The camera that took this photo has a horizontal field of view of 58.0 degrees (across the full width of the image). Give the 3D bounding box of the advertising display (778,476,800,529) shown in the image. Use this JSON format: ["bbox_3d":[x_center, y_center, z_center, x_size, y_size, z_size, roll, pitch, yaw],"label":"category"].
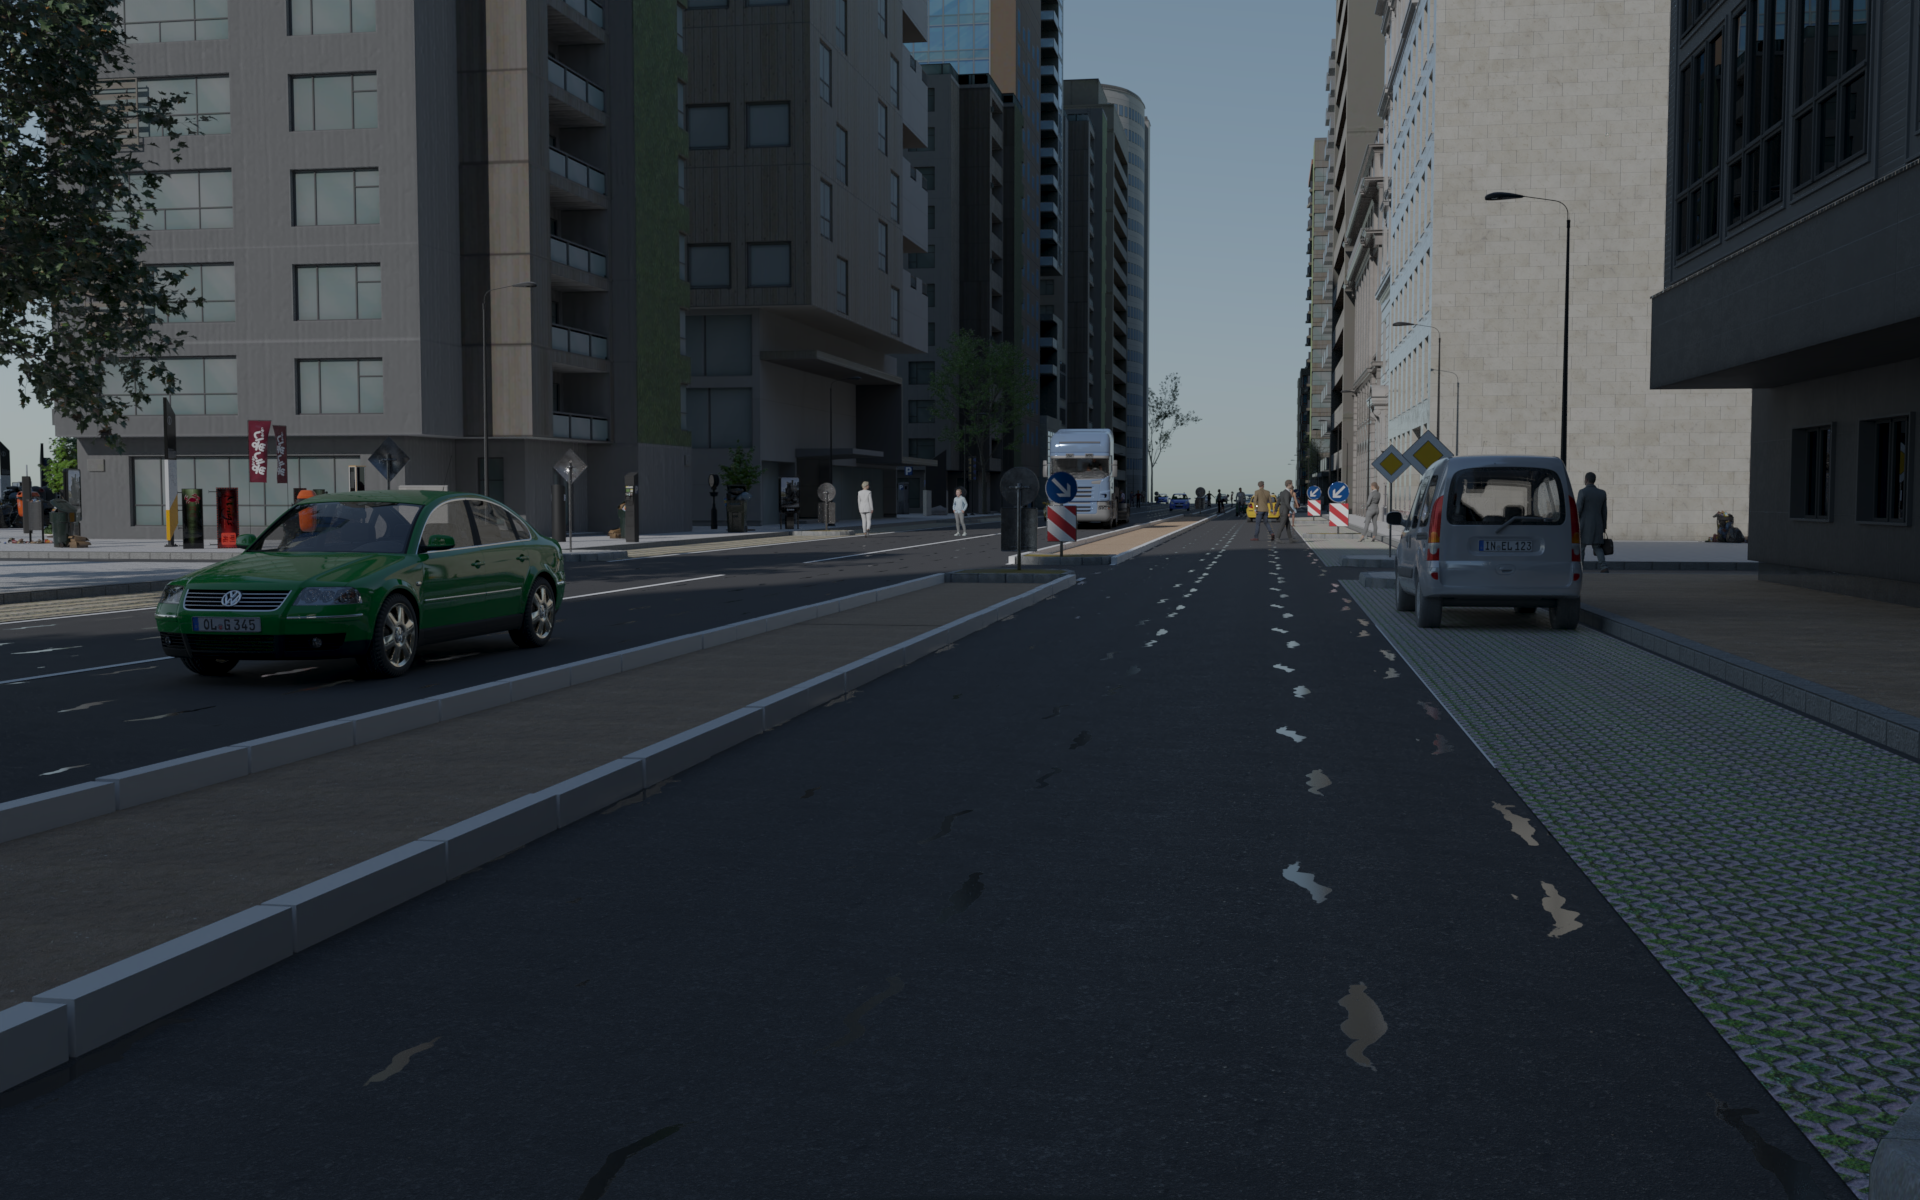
[{"bbox_3d":[-6.220,-3.541,63.117,0.123,1.923,0.974,3,5,41],"label":"advertising display"}]

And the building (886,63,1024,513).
[{"bbox_3d":[-3.476,-21.332,120.476,14.160,30.474,14.107,1,4,10],"label":"building"}]

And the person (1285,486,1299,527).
[{"bbox_3d":[14.511,-4.110,75.800,0.616,1.811,0.778,3,5,44],"label":"person"}]

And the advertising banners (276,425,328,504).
[{"bbox_3d":[-17.040,-2.971,44.762,0.090,3.025,2.074,1,4,17],"label":"advertising banners"}]

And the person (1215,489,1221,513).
[{"bbox_3d":[19.690,-7.541,131.797,0.705,1.823,1.348,0,4,-4],"label":"person"}]

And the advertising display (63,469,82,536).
[{"bbox_3d":[-22.612,-2.381,44.147,0.123,1.923,0.974,-1,4,-9],"label":"advertising display"}]

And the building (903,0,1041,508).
[{"bbox_3d":[-1.523,-29.633,134.604,14.600,45.320,14.200,1,4,10],"label":"building"}]

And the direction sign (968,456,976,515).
[{"bbox_3d":[0.744,-6.860,104.154,0.379,3.537,0.876,-2,4,-31],"label":"direction sign"}]

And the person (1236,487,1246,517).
[{"bbox_3d":[17.324,-6.024,106.837,0.661,1.843,0.795,1,4,17],"label":"person"}]

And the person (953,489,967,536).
[{"bbox_3d":[-0.022,-3.013,59.568,0.589,1.601,0.330,3,5,41],"label":"person"}]

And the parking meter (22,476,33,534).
[{"bbox_3d":[-30.401,-3.103,56.448,0.255,1.863,0.399,-2,4,-24],"label":"parking meter"}]

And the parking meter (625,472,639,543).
[{"bbox_3d":[-8.706,-2.462,45.968,0.255,1.863,0.399,1,4,11],"label":"parking meter"}]

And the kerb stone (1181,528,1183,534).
[{"bbox_3d":[7.678,-2.375,61.023,0.120,0.150,1.000,1,4,10],"label":"kerb stone"}]

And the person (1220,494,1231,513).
[{"bbox_3d":[19.575,-7.104,127.831,0.628,1.438,0.799,3,4,36],"label":"person"}]

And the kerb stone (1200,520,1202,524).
[{"bbox_3d":[10.873,-3.485,79.177,0.120,0.150,1.000,1,4,10],"label":"kerb stone"}]

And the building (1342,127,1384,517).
[{"bbox_3d":[28.403,-15.535,95.799,13.314,21.916,24.055,1,4,10],"label":"building"}]

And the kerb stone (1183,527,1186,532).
[{"bbox_3d":[8.036,-2.498,63.042,0.120,0.150,1.000,1,4,10],"label":"kerb stone"}]

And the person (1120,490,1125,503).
[{"bbox_3d":[12.087,-7.329,129.275,0.436,1.711,0.756,2,4,29],"label":"person"}]

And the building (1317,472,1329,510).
[{"bbox_3d":[45.407,-27.320,138.557,32.217,40.220,23.993,1,4,10],"label":"building"}]

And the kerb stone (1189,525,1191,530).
[{"bbox_3d":[8.749,-2.741,67.069,0.120,0.150,1.000,1,4,10],"label":"kerb stone"}]

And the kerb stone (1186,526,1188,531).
[{"bbox_3d":[8.394,-2.621,65.054,0.120,0.150,1.000,1,4,10],"label":"kerb stone"}]

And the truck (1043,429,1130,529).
[{"bbox_3d":[5.974,-5.360,77.387,2.967,4.110,18.799,1,4,8],"label":"truck"}]

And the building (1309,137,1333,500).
[{"bbox_3d":[47.748,-31.609,200.405,14.154,41.232,14.086,1,4,10],"label":"building"}]

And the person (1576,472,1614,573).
[{"bbox_3d":[10.852,-1.299,29.840,0.694,1.812,0.767,-1,4,-16],"label":"person"}]

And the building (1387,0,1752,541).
[{"bbox_3d":[19.719,-12.274,55.433,10.420,20.320,16.860,1,4,10],"label":"building"}]

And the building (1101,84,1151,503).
[{"bbox_3d":[15.599,-43.171,247.848,21.231,58.520,28.212,1,4,10],"label":"building"}]

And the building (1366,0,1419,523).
[{"bbox_3d":[24.805,-17.566,73.113,13.634,28.700,20.117,1,4,10],"label":"building"}]

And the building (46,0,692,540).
[{"bbox_3d":[-17.290,-22.576,52.715,14.154,41.232,14.086,1,4,10],"label":"building"}]

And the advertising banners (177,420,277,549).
[{"bbox_3d":[-17.252,-2.721,40.681,2.074,3.025,0.090,-1,4,-23],"label":"advertising banners"}]

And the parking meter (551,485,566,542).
[{"bbox_3d":[-10.729,-2.317,46.298,0.372,1.533,0.369,0,3,0],"label":"parking meter"}]

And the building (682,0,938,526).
[{"bbox_3d":[-16.730,-30.104,81.443,28.713,52.752,27.495,1,4,10],"label":"building"}]

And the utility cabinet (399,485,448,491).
[{"bbox_3d":[-13.574,-2.152,43.861,1.173,1.500,0.318,-1,4,-12],"label":"utility cabinet"}]

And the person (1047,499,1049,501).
[{"bbox_3d":[6.806,-7.168,126.409,0.721,1.736,1.217,-3,5,-39],"label":"person"}]

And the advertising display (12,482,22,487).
[{"bbox_3d":[-50.254,-5.329,92.350,0.974,1.923,0.123,3,5,39],"label":"advertising display"}]

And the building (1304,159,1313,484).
[{"bbox_3d":[55.418,-34.628,220.786,22.147,44.769,28.867,1,4,10],"label":"building"}]

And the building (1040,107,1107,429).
[{"bbox_3d":[7.507,-30.330,179.486,14.154,41.232,14.086,1,4,10],"label":"building"}]

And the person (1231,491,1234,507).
[{"bbox_3d":[29.841,-11.090,190.538,0.721,1.743,1.217,0,4,4],"label":"person"}]

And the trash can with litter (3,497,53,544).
[{"bbox_3d":[-24.249,-2.086,45.164,2.233,1.210,1.678,2,4,27],"label":"trash can with litter"}]

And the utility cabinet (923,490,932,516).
[{"bbox_3d":[-1.889,-5.625,100.642,0.318,1.500,1.173,-1,4,-11],"label":"utility cabinet"}]

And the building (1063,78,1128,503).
[{"bbox_3d":[8.583,-35.711,207.571,21.300,48.544,21.600,1,4,10],"label":"building"}]

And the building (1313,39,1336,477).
[{"bbox_3d":[46.391,-33.412,165.896,23.786,49.044,30.456,1,4,10],"label":"building"}]

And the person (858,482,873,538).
[{"bbox_3d":[-3.088,-2.954,56.675,0.514,1.842,0.818,0,4,2],"label":"person"}]

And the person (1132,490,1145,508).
[{"bbox_3d":[18.153,-10.269,176.358,1.348,1.831,0.705,0,4,5],"label":"person"}]

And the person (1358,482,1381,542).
[{"bbox_3d":[12.186,-2.616,51.552,0.573,1.790,0.520,3,4,36],"label":"person"}]

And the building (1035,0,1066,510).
[{"bbox_3d":[-1.198,-51.628,156.786,22.319,86.520,31.000,1,4,10],"label":"building"}]

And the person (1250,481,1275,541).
[{"bbox_3d":[9.325,-2.737,53.168,0.836,1.842,0.656,3,5,40],"label":"person"}]

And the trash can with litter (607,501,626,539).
[{"bbox_3d":[-9.718,-2.343,49.693,1.055,1.170,0.624,3,4,37],"label":"trash can with litter"}]

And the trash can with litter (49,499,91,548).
[{"bbox_3d":[-21.220,-1.836,41.399,1.055,1.170,0.624,1,4,23],"label":"trash can with litter"}]

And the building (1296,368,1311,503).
[{"bbox_3d":[62.817,-24.736,249.468,27.650,21.520,28.899,1,4,10],"label":"building"}]

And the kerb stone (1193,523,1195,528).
[{"bbox_3d":[9.456,-2.988,71.100,0.120,0.150,1.000,1,4,10],"label":"kerb stone"}]

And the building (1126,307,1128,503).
[{"bbox_3d":[14.296,-27.785,225.978,14.160,30.474,14.107,1,4,10],"label":"building"}]

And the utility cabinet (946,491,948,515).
[{"bbox_3d":[-1.331,-5.967,106.234,1.173,1.500,0.318,-1,4,-21],"label":"utility cabinet"}]

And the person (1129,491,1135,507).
[{"bbox_3d":[18.589,-10.854,186.419,0.568,1.767,0.683,3,5,44],"label":"person"}]

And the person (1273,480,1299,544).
[{"bbox_3d":[9.496,-2.565,50.212,0.755,1.850,0.659,0,4,-2],"label":"person"}]

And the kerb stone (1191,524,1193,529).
[{"bbox_3d":[9.098,-2.868,69.083,0.120,0.150,1.000,1,4,10],"label":"kerb stone"}]

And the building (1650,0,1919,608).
[{"bbox_3d":[15.088,-13.387,12.390,14.314,27.812,24.014,1,4,10],"label":"building"}]

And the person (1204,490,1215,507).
[{"bbox_3d":[26.818,-10.878,186.380,1.348,1.821,0.705,0,4,3],"label":"person"}]

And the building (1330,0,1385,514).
[{"bbox_3d":[36.491,-30.157,116.765,21.300,48.544,21.600,1,4,10],"label":"building"}]
